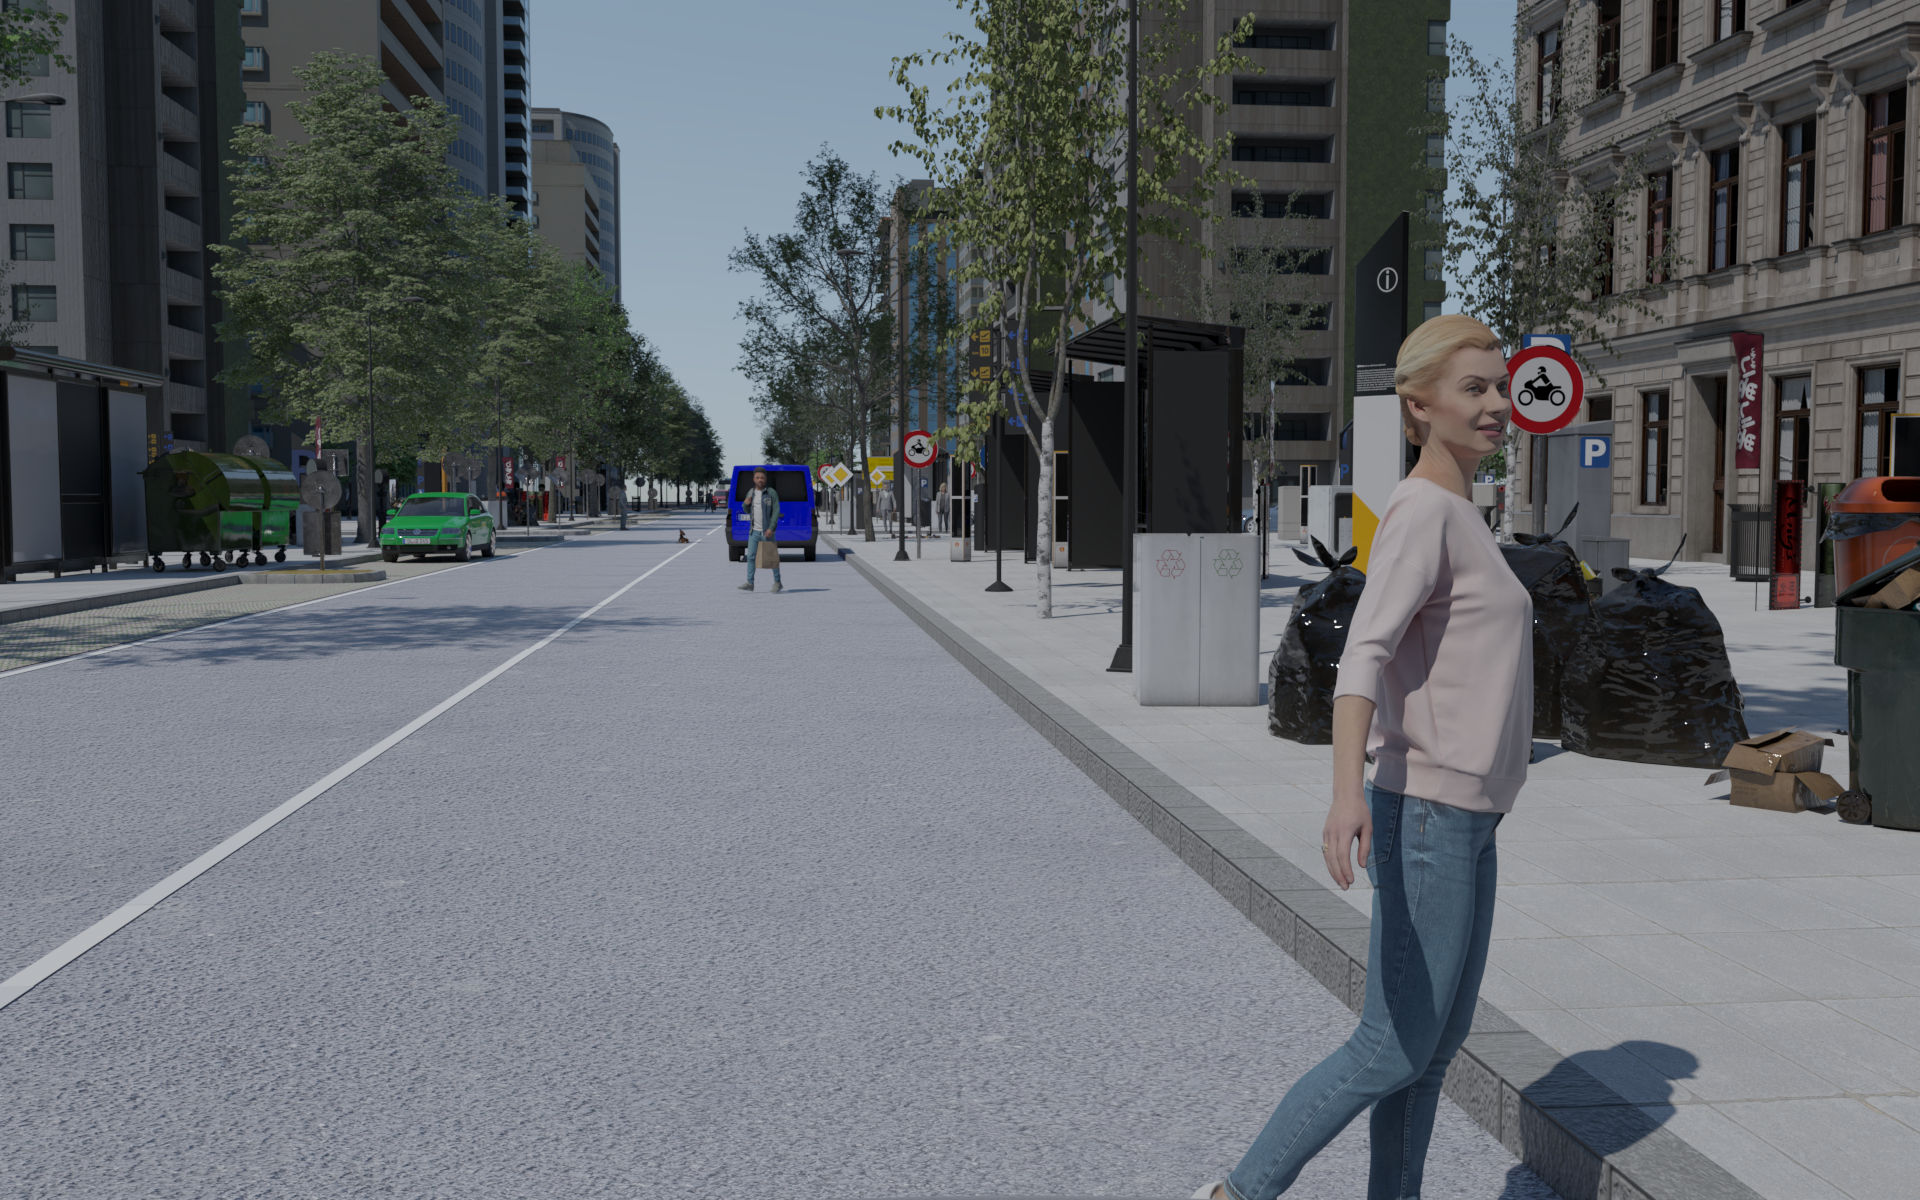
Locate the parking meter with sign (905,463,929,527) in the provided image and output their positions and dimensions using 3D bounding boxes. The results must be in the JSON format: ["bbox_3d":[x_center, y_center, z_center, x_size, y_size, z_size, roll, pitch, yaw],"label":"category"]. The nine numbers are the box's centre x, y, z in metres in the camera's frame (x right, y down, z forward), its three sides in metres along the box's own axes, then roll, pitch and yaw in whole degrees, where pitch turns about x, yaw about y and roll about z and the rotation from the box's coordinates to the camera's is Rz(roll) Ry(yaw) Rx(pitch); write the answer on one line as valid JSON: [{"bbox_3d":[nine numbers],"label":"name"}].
[{"bbox_3d":[-1.582,-4.437,68.812,0.543,3.016,1.738,-2,4,-25],"label":"parking meter with sign"}]

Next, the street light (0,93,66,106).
[{"bbox_3d":[-11.072,-2.915,20.197,1.470,5.913,1.316,0,4,-6],"label":"street light"}]

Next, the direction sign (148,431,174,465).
[{"bbox_3d":[-28.714,-4.297,62.254,0.876,3.537,0.379,-1,4,-17],"label":"direction sign"}]

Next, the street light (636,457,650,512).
[{"bbox_3d":[-22.474,-9.247,123.722,1.470,5.913,1.316,0,4,-6],"label":"street light"}]

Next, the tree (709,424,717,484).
[{"bbox_3d":[-31.865,-16.824,193.192,7.486,12.596,7.792,0,3,0],"label":"tree"}]

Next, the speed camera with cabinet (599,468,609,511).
[{"bbox_3d":[-26.754,-8.413,131.890,2.038,3.252,0.660,2,4,26],"label":"speed camera with cabinet"}]

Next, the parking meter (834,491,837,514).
[{"bbox_3d":[-8.022,-6.231,110.287,0.372,1.533,0.369,0,3,0],"label":"parking meter"}]

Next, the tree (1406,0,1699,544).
[{"bbox_3d":[8.508,-4.626,25.996,4.360,8.622,3.978,0,3,0],"label":"tree"}]

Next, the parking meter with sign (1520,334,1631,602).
[{"bbox_3d":[6.476,-1.339,18.156,0.543,3.016,1.738,0,4,-6],"label":"parking meter with sign"}]

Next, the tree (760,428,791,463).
[{"bbox_3d":[-23.506,-19.141,238.702,9.928,11.665,9.643,0,3,0],"label":"tree"}]

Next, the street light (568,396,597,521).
[{"bbox_3d":[-17.904,-6.702,82.118,1.470,5.913,1.316,0,4,-6],"label":"street light"}]

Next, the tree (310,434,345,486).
[{"bbox_3d":[-34.817,-6.835,95.460,4.285,4.588,4.351,0,3,0],"label":"tree"}]

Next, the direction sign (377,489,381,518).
[{"bbox_3d":[-31.087,-6.165,92.789,0.379,3.537,0.876,-2,4,-30],"label":"direction sign"}]

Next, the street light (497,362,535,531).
[{"bbox_3d":[-15.642,-5.407,60.941,1.470,5.913,1.316,0,4,-6],"label":"street light"}]

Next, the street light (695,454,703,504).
[{"bbox_3d":[-30.652,-13.843,198.876,1.470,5.913,1.316,0,4,-6],"label":"street light"}]

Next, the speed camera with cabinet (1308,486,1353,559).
[{"bbox_3d":[7.882,-2.469,34.697,2.038,3.252,0.660,-3,4,-37],"label":"speed camera with cabinet"}]

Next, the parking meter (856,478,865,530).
[{"bbox_3d":[-3.532,-3.474,62.508,0.399,1.863,0.255,2,4,26],"label":"parking meter"}]

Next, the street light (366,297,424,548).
[{"bbox_3d":[-13.349,-4.183,40.940,1.470,5.913,1.316,0,4,-6],"label":"street light"}]

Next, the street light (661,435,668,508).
[{"bbox_3d":[-23.978,-10.033,136.573,1.470,5.913,1.316,0,4,-6],"label":"street light"}]

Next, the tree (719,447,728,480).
[{"bbox_3d":[-33.090,-18.011,211.490,9.611,12.733,9.660,0,3,0],"label":"tree"}]

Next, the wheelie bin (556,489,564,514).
[{"bbox_3d":[-26.011,-6.349,111.713,0.980,1.594,0.693,3,4,39],"label":"wheelie bin"}]

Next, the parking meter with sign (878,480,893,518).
[{"bbox_3d":[-3.746,-5.836,91.674,0.543,3.016,1.738,-3,4,-38],"label":"parking meter with sign"}]

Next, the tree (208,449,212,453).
[{"bbox_3d":[-31.650,-4.819,73.391,1.663,3.219,1.824,0,3,0],"label":"tree"}]

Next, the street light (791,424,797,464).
[{"bbox_3d":[-8.270,-7.419,93.839,1.470,5.913,1.316,0,4,-6],"label":"street light"}]

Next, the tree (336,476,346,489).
[{"bbox_3d":[-33.223,-5.920,91.390,1.663,3.219,1.824,0,3,0],"label":"tree"}]

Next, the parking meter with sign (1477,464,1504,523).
[{"bbox_3d":[16.306,-3.517,53.767,0.543,3.016,1.738,0,4,3],"label":"parking meter with sign"}]

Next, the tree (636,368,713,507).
[{"bbox_3d":[-29.228,-15.799,168.685,12.009,13.543,11.850,0,3,0],"label":"tree"}]

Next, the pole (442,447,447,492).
[{"bbox_3d":[-21.972,-4.893,73.848,0.158,3.312,0.155,0,3,0],"label":"pole"}]

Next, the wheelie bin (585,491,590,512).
[{"bbox_3d":[-26.060,-6.990,122.197,0.693,1.594,0.980,0,4,1],"label":"wheelie bin"}]

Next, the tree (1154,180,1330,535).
[{"bbox_3d":[6.642,-5.469,39.776,4.360,8.622,3.978,0,3,0],"label":"tree"}]

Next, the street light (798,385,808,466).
[{"bbox_3d":[-5.967,-6.150,73.100,1.470,5.913,1.316,0,4,-6],"label":"street light"}]

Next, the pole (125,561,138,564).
[{"bbox_3d":[-15.140,-2.307,31.564,0.158,3.312,0.155,0,3,0],"label":"pole"}]

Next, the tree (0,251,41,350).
[{"bbox_3d":[-24.580,-5.580,41.591,4.360,8.622,3.978,0,3,0],"label":"tree"}]

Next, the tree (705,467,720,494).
[{"bbox_3d":[-39.536,-19.625,271.227,4.737,8.622,4.395,0,3,0],"label":"tree"}]

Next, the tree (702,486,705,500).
[{"bbox_3d":[-38.138,-18.827,258.188,4.360,8.622,3.978,0,3,0],"label":"tree"}]

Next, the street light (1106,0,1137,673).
[{"bbox_3d":[0.691,-2.434,12.339,1.470,5.913,1.316,0,4,-6],"label":"street light"}]

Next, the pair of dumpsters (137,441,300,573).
[{"bbox_3d":[-12.898,-1.699,30.274,1.574,2.255,4.437,0,4,-6],"label":"pair of dumpsters"}]

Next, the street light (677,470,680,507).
[{"bbox_3d":[-26.117,-11.306,157.388,1.470,5.913,1.316,0,4,-6],"label":"street light"}]

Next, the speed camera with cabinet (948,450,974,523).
[{"bbox_3d":[0.494,-5.074,77.295,2.038,3.252,0.660,2,4,33],"label":"speed camera with cabinet"}]

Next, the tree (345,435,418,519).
[{"bbox_3d":[-29.292,-6.476,89.598,4.285,4.588,4.351,0,3,0],"label":"tree"}]

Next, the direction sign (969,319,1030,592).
[{"bbox_3d":[0.513,-1.880,22.740,0.876,3.537,0.379,2,4,27],"label":"direction sign"}]

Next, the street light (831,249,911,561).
[{"bbox_3d":[-1.653,-3.702,33.074,1.470,5.913,1.316,0,4,-6],"label":"street light"}]

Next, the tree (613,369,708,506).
[{"bbox_3d":[-26.155,-14.120,148.987,7.486,12.596,7.792,0,3,0],"label":"tree"}]

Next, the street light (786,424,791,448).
[{"bbox_3d":[-10.671,-8.715,115.026,1.470,5.913,1.316,0,4,-6],"label":"street light"}]

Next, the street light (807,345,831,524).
[{"bbox_3d":[-3.902,-4.972,53.832,1.470,5.913,1.316,0,4,-6],"label":"street light"}]

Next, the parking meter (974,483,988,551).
[{"bbox_3d":[0.499,-1.880,39.157,0.372,1.533,0.369,0,3,0],"label":"parking meter"}]

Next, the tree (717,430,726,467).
[{"bbox_3d":[-37.420,-20.327,250.467,7.486,12.596,7.792,0,3,0],"label":"tree"}]

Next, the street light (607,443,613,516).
[{"bbox_3d":[-20.295,-7.977,102.969,1.470,5.913,1.316,0,4,-6],"label":"street light"}]
